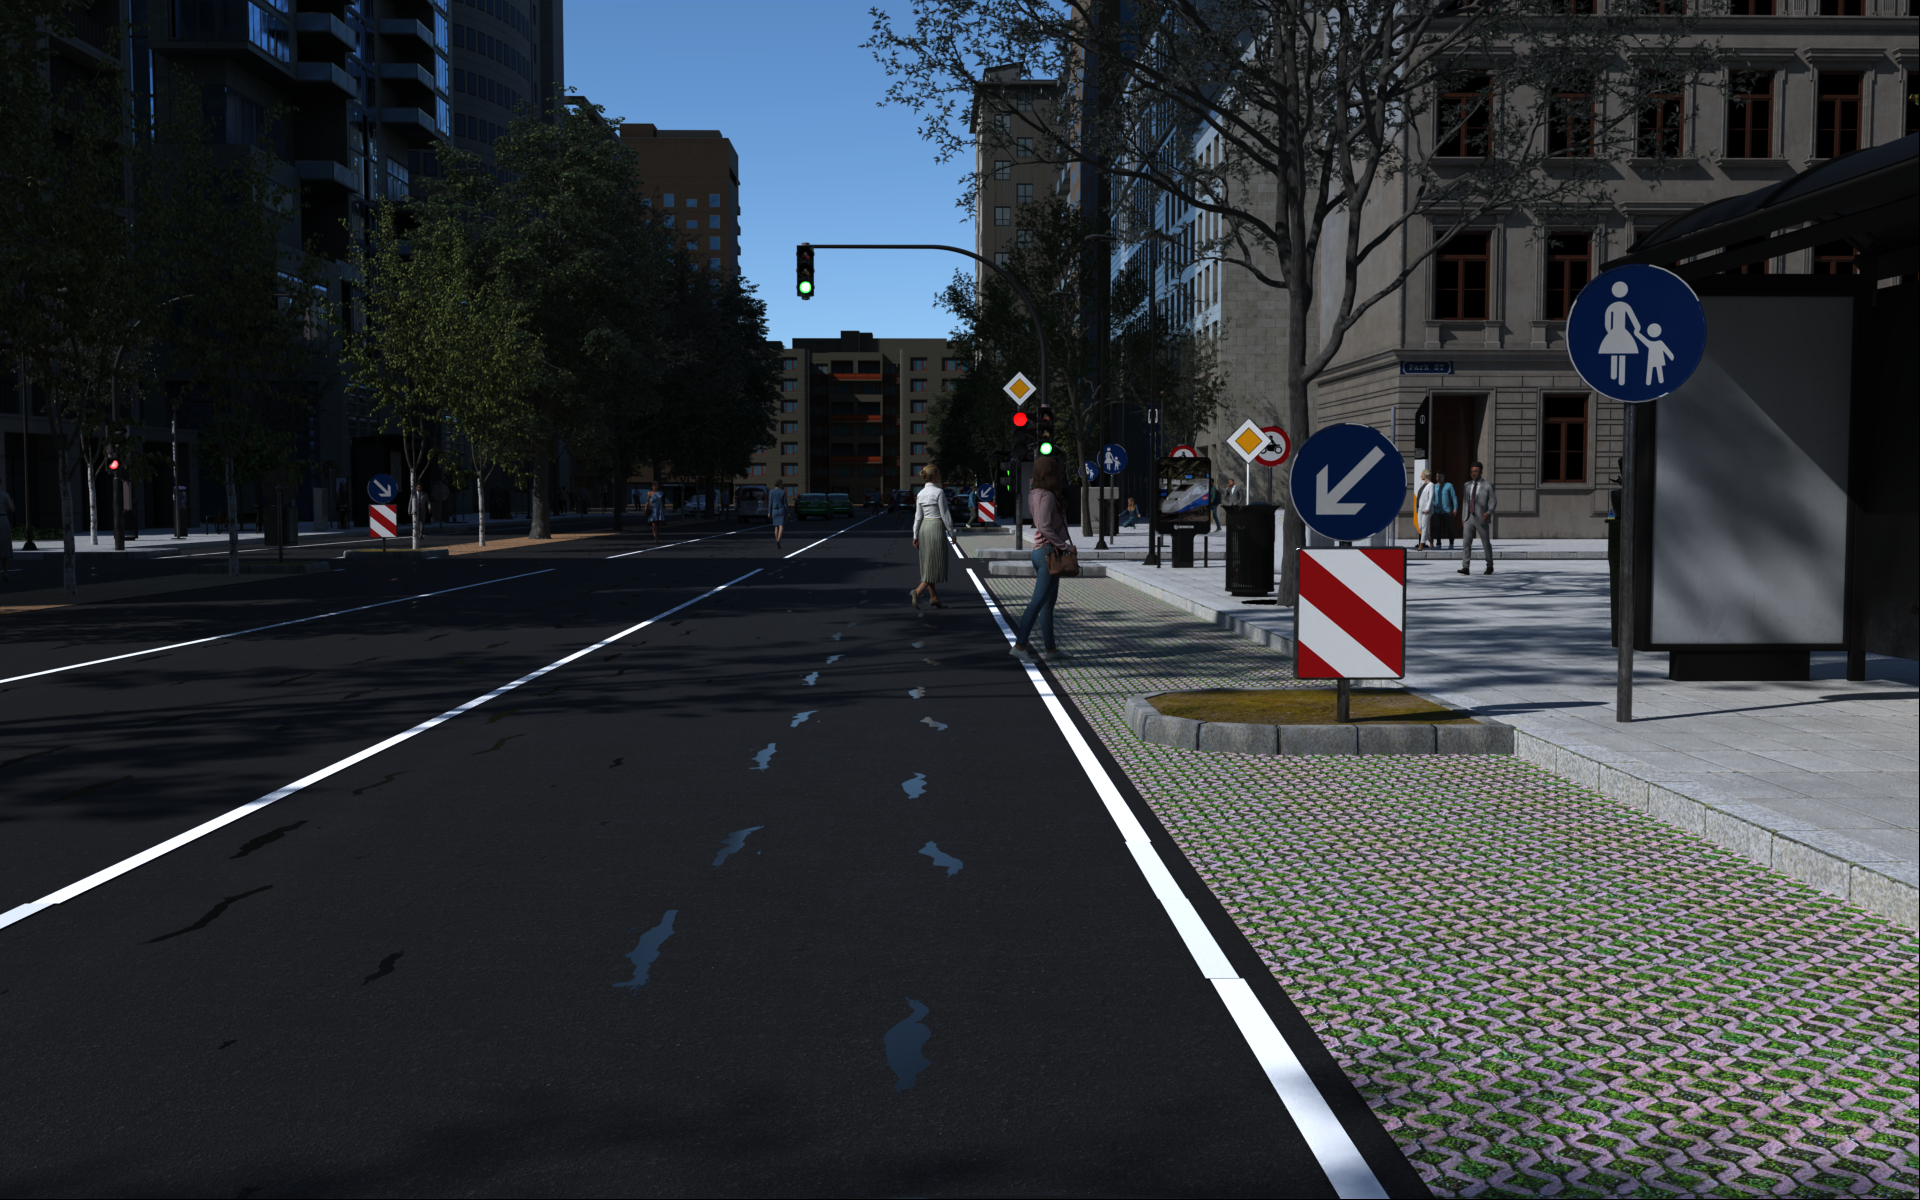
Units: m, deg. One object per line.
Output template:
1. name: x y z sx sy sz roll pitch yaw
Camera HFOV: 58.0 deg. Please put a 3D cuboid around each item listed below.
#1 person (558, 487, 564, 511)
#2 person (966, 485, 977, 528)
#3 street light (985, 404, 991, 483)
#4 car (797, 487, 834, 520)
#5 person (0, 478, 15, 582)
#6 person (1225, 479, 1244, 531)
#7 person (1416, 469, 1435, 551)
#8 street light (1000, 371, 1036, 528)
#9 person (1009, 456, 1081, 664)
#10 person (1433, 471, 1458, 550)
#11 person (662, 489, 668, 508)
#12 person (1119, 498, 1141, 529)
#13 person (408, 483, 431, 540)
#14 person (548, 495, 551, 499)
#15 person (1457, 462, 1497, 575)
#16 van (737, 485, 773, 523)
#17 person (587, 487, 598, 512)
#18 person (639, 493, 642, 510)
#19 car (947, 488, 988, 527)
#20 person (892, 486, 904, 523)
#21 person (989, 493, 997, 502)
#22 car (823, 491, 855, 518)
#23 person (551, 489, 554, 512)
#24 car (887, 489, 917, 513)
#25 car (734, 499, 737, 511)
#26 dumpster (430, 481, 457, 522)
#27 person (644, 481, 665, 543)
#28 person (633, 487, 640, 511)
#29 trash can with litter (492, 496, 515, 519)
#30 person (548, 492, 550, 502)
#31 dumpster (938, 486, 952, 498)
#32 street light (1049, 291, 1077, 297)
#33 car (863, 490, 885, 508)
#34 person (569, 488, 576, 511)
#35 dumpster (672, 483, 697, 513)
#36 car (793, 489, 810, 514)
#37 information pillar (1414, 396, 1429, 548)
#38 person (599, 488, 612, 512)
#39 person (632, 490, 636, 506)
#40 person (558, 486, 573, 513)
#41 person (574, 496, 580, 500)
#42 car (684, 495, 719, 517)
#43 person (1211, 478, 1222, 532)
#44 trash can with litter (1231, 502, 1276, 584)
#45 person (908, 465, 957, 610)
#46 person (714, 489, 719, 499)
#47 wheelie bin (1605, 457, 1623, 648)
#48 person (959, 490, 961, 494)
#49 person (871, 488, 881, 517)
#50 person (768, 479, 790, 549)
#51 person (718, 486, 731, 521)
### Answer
1. person: -30.130 -7.621 130.656 0.705 1.823 1.348 1 4 17
2. person: 0.469 -3.703 69.389 0.444 1.785 0.601 0 4 7
3. street light: 1.699 -7.150 89.442 1.470 5.913 1.316 0 4 -1
4. car: -7.966 -5.306 95.555 1.959 1.807 4.718 0 3 0
5. person: -15.678 -1.173 28.247 0.480 1.755 0.524 -2 4 -28
6. person: 9.406 -3.256 59.458 0.473 1.802 0.592 -2 4 -30
7. person: 10.577 -2.036 39.216 0.818 1.842 0.514 -3 5 -40
8. street light: 2.254 -5.634 64.664 1.470 5.913 1.316 0 4 -1
9. person: 0.693 -0.347 14.765 0.643 1.750 0.593 -1 4 -14
10. person: 11.245 -2.087 40.178 0.660 1.820 0.620 2 4 31
11. person: -26.530 -9.088 155.447 0.721 1.723 1.217 1 4 21
12. person: 6.279 -3.158 63.173 0.738 1.151 1.012 -3 5 -42
13. person: -16.866 -2.770 54.063 0.678 1.792 0.850 -1 4 -20
14. person: -28.311 -6.760 117.286 1.217 1.735 0.721 -1 4 -9
15. person: 8.204 -1.291 27.419 0.678 1.792 0.850 3 5 44
16. van: -10.087 -4.843 86.199 2.013 2.044 4.112 0 4 -1
17. person: -26.529 -7.184 123.503 1.348 1.824 0.705 -1 4 -9
18. person: -26.457 -8.254 142.463 0.593 1.643 0.415 -2 4 -32
19. car: 0.335 -4.074 76.404 2.009 1.686 4.222 0 4 -1
20. person: -3.049 -4.710 85.526 0.654 1.822 0.581 -1 4 -20
21. person: 2.476 -7.850 135.120 1.217 1.736 0.721 0 4 -3
22. car: -7.372 -5.895 105.171 1.959 1.807 4.718 0 4 -1
23. person: -29.331 -7.229 124.760 0.750 1.759 0.617 3 5 40
24. car: -4.417 -7.535 131.865 2.281 1.827 5.304 0 4 0
25. car: -18.050 -8.252 147.275 2.083 1.381 4.827 0 4 0
26. dumpster: -23.675 -4.457 78.636 1.264 1.857 1.865 0 4 -1
27. person: -9.011 -2.598 51.067 0.616 1.811 0.778 -1 4 -16
28. person: -24.345 -7.593 130.058 0.599 1.838 0.709 1 4 20
29. trash can with litter: -23.057 -4.654 87.474 1.055 1.170 0.624 -2 4 -26
30. person: -28.433 -6.852 118.987 0.541 1.710 0.530 0 4 8
31. dumpster: -1.784 -10.469 176.122 1.985 2.255 1.502 0 3 0
32. street light: 2.734 -4.119 39.885 1.470 5.913 1.316 0 4 -1
33. car: -8.911 -10.386 178.488 2.281 1.827 5.304 0 4 -1
34. person: -29.110 -7.563 130.255 0.434 1.755 0.990 1 4 20
35. dumpster: -21.047 -7.824 132.868 1.985 2.255 1.502 0 4 -2
36. car: -11.360 -7.327 128.834 2.155 1.783 4.494 0 4 -3
37. information pillar: 11.080 -3.072 41.581 0.183 3.616 0.504 -1 4 -17
38. person: -25.728 -7.285 125.667 0.721 1.766 1.217 2 4 35
39. person: -35.593 -11.198 190.072 0.436 1.711 0.756 -3 5 -41
40. person: -26.495 -6.707 115.805 1.348 1.812 0.705 -2 4 -30
41. person: -26.970 -7.044 121.931 0.721 1.735 1.217 -2 4 -28
42. car: -16.649 -6.080 111.774 2.083 1.381 4.827 0 4 -1
43. person: 8.460 -3.192 58.220 0.713 1.824 0.794 1 4 14
44. trash can with litter: 4.108 -0.818 24.763 0.624 1.170 1.055 -1 4 -9
45. person: -0.381 -0.781 21.492 0.641 1.798 0.478 -2 4 -35
46. person: -26.864 -11.201 189.267 1.350 1.814 0.705 2 4 26
47. wheelie bin: 5.815 -0.398 14.413 0.980 1.594 0.693 3 5 42
48. person: 0.190 -11.084 188.092 0.721 1.723 1.217 1 4 18
49. person: -5.276 -6.108 108.386 0.620 1.820 0.660 -3 4 -37
50. person: -4.773 -2.255 45.390 0.581 1.822 0.654 1 4 17
51. person: -12.622 -5.170 92.893 0.748 1.841 0.638 2 4 34
